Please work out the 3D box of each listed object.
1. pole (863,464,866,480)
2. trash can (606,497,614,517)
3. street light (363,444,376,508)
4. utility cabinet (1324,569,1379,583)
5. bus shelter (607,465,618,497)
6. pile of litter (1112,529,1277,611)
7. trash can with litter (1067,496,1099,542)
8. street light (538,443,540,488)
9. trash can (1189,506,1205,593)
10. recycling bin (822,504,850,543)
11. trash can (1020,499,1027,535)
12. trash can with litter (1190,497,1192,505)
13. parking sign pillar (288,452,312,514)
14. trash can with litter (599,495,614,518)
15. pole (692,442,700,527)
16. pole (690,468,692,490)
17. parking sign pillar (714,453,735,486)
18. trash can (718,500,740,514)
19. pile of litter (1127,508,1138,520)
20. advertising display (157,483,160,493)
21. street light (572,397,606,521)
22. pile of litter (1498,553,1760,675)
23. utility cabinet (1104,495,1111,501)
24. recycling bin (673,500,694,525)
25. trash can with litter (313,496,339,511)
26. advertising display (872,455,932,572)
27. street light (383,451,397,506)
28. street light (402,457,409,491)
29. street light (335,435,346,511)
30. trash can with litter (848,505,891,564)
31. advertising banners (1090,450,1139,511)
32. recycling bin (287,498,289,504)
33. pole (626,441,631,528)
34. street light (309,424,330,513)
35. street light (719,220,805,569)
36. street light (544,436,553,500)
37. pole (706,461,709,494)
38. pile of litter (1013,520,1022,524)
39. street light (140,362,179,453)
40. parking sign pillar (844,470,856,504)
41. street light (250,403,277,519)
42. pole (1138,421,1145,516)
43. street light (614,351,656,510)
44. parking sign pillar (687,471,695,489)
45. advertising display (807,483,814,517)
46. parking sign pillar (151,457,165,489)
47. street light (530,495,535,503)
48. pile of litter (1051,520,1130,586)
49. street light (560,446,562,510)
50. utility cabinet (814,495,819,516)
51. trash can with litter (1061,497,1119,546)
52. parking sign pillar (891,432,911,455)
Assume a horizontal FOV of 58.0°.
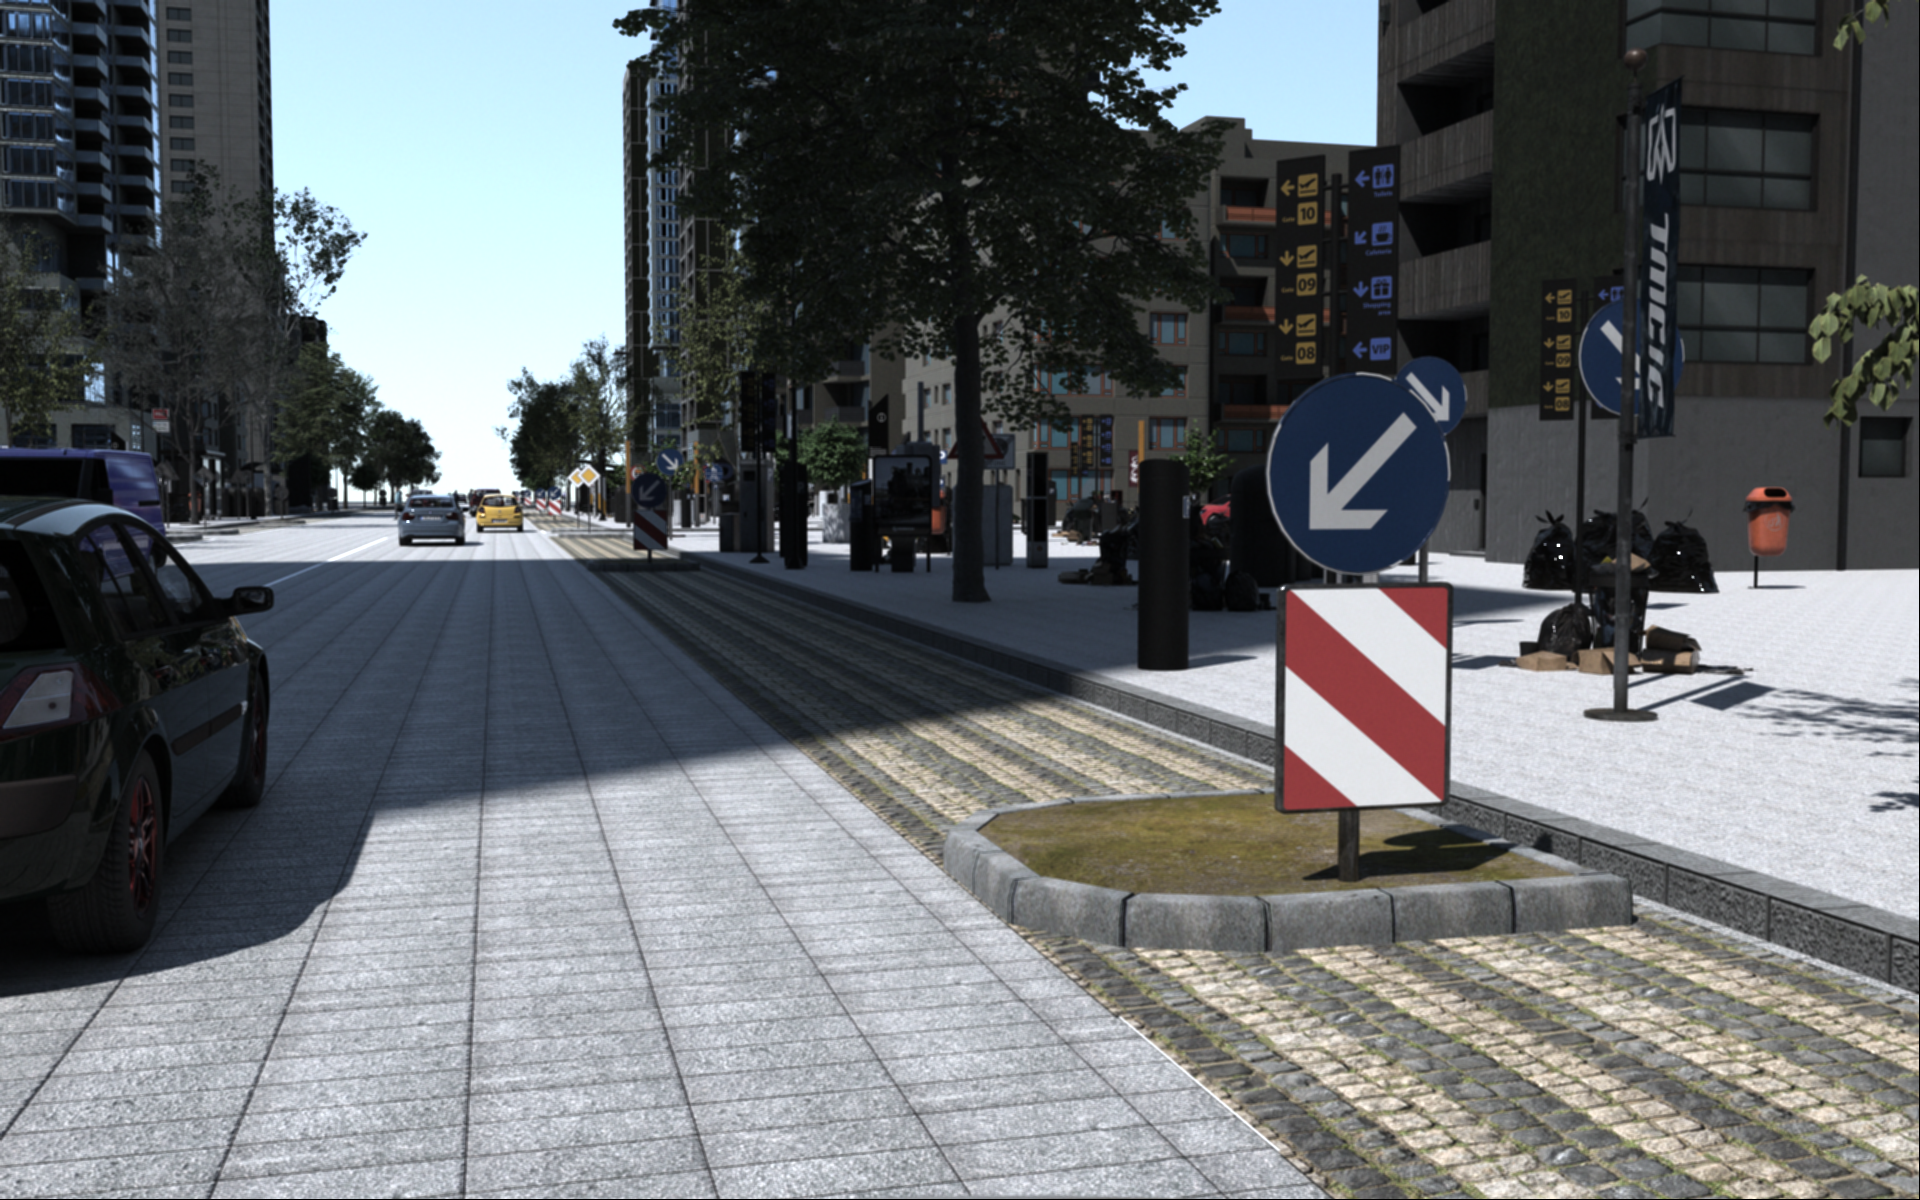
[{"bbox_3d":[-5.810,-6.828,105.481,0.158,3.312,0.155,0,3,0],"label":"pole"},{"bbox_3d":[-19.393,-5.192,96.547,0.748,1.137,0.748,0,3,0],"label":"trash can"},{"bbox_3d":[-54.941,-11.548,161.345,1.470,5.913,1.316,-1,4,-15],"label":"street light"},{"bbox_3d":[3.196,-0.182,14.145,0.306,1.237,1.020,0,4,3],"label":"utility cabinet"},{"bbox_3d":[-27.480,-8.834,135.718,1.731,3.624,6.357,-1,4,-15],"label":"bus shelter"},{"bbox_3d":[2.706,-0.328,19.336,1.719,0.858,1.176,1,4,19],"label":"pile of litter"},{"bbox_3d":[3.292,-2.161,46.718,0.624,1.170,1.055,2,4,24],"label":"trash can with litter"},{"bbox_3d":[-37.669,-11.318,157.588,1.470,5.913,1.316,-1,4,-15],"label":"street light"},{"bbox_3d":[2.618,-0.584,21.207,0.748,1.137,0.748,0,3,0],"label":"trash can"},{"bbox_3d":[-3.169,-2.047,46.020,0.722,1.027,0.722,2,4,33],"label":"recycling bin"},{"bbox_3d":[2.244,-2.635,54.735,0.748,1.137,0.748,0,3,0],"label":"trash can"},{"bbox_3d":[9.614,-3.799,73.495,0.624,1.170,1.055,-2,4,-25],"label":"trash can with litter"},{"bbox_3d":[-42.228,-7.478,110.735,1.447,3.967,1.447,-1,4,-12],"label":"parking sign pillar"},{"bbox_3d":[-18.590,-5.140,95.103,2.233,1.210,1.678,0,4,2],"label":"trash can with litter"},{"bbox_3d":[-10.244,-4.503,67.462,0.158,3.312,0.155,0,3,0],"label":"pole"},{"bbox_3d":[-16.159,-6.766,104.467,0.158,3.312,0.155,0,3,0],"label":"pole"},{"bbox_3d":[-14.866,-7.391,109.307,1.447,3.967,1.447,-3,4,-36],"label":"parking sign pillar"},{"bbox_3d":[-5.103,-1.689,39.266,0.748,1.137,0.748,0,3,0],"label":"trash can"},{"bbox_3d":[5.630,-2.424,53.595,1.176,0.858,1.719,1,4,19],"label":"pile of litter"},{"bbox_3d":[-40.099,-4.925,85.744,0.974,1.923,0.123,0,4,-2],"label":"advertising display"},{"bbox_3d":[-17.777,-6.765,83.155,1.470,5.913,1.316,-1,4,-15],"label":"street light"},{"bbox_3d":[4.881,0.079,12.672,1.719,0.858,1.176,2,4,31],"label":"pile of litter"},{"bbox_3d":[6.489,-4.016,76.826,0.306,1.237,1.020,-2,4,-25],"label":"utility cabinet"},{"bbox_3d":[-12.118,-3.878,75.967,0.722,1.027,0.722,1,4,11],"label":"recycling bin"},{"bbox_3d":[-48.129,-7.341,131.079,2.233,1.210,1.678,0,4,-4],"label":"trash can with litter"},{"bbox_3d":[-0.945,-1.420,28.427,0.974,1.923,0.123,0,3,0],"label":"advertising display"},{"bbox_3d":[-62.019,-13.182,188.064,1.470,5.913,1.316,-1,4,-15],"label":"street light"},{"bbox_3d":[-69.584,-14.873,215.713,1.470,5.913,1.316,-1,4,-15],"label":"street light"},{"bbox_3d":[-47.887,-9.913,134.619,1.470,5.913,1.316,-1,4,-15],"label":"street light"},{"bbox_3d":[-1.478,-1.250,31.819,1.055,1.170,0.624,-2,4,-34],"label":"trash can with litter"},{"bbox_3d":[6.219,-4.458,69.077,2.074,3.025,0.090,0,4,-3],"label":"advertising banners"},{"bbox_3d":[-43.042,-6.089,112.107,0.722,1.027,0.722,-3,5,-43],"label":"recycling bin"},{"bbox_3d":[-12.704,-4.432,66.313,0.158,3.312,0.155,0,3,0],"label":"pole"},{"bbox_3d":[-42.713,-8.743,115.483,1.470,5.913,1.316,-1,4,-15],"label":"street light"},{"bbox_3d":[-3.346,-3.472,29.312,1.470,5.913,1.316,-1,4,-15],"label":"street light"},{"bbox_3d":[-32.181,-10.072,137.211,1.470,5.913,1.316,-1,4,-15],"label":"street light"},{"bbox_3d":[-15.469,-6.868,106.128,0.158,3.312,0.155,0,3,0],"label":"pole"},{"bbox_3d":[1.950,-3.680,74.132,1.176,0.858,1.719,-2,4,-31],"label":"pile of litter"},{"bbox_3d":[-28.095,-5.397,60.776,1.470,5.913,1.316,-1,4,-15],"label":"street light"},{"bbox_3d":[-5.114,-5.655,80.929,1.447,3.967,1.447,-1,4,-13],"label":"parking sign pillar"},{"bbox_3d":[-35.479,-7.076,88.232,1.470,5.913,1.316,-1,4,-15],"label":"street light"},{"bbox_3d":[5.039,-3.320,48.127,0.158,3.312,0.155,0,3,0],"label":"pole"},{"bbox_3d":[-10.559,-5.138,56.547,1.470,5.913,1.316,-1,4,-15],"label":"street light"},{"bbox_3d":[-19.677,-8.515,127.690,1.447,3.967,1.447,1,4,16],"label":"parking sign pillar"},{"bbox_3d":[-8.465,-5.485,94.890,0.974,1.923,0.123,-1,4,-12],"label":"advertising display"},{"bbox_3d":[-57.592,-8.327,124.619,1.447,3.967,1.447,2,4,27],"label":"parking sign pillar"},{"bbox_3d":[-44.815,-12.951,184.290,1.470,5.913,1.316,-1,4,-15],"label":"street light"},{"bbox_3d":[1.995,-0.663,24.807,1.176,0.858,1.719,0,4,-4],"label":"pile of litter"},{"bbox_3d":[-24.903,-8.399,109.862,1.470,5.913,1.316,-1,4,-15],"label":"street light"},{"bbox_3d":[-8.179,-5.625,103.133,1.020,1.237,0.306,-2,4,-31],"label":"utility cabinet"},{"bbox_3d":[3.537,-1.983,43.480,1.678,1.210,2.233,-3,5,-44],"label":"trash can with litter"},{"bbox_3d":[-2.554,-5.252,74.341,1.447,3.967,1.447,1,4,21],"label":"parking sign pillar"}]
